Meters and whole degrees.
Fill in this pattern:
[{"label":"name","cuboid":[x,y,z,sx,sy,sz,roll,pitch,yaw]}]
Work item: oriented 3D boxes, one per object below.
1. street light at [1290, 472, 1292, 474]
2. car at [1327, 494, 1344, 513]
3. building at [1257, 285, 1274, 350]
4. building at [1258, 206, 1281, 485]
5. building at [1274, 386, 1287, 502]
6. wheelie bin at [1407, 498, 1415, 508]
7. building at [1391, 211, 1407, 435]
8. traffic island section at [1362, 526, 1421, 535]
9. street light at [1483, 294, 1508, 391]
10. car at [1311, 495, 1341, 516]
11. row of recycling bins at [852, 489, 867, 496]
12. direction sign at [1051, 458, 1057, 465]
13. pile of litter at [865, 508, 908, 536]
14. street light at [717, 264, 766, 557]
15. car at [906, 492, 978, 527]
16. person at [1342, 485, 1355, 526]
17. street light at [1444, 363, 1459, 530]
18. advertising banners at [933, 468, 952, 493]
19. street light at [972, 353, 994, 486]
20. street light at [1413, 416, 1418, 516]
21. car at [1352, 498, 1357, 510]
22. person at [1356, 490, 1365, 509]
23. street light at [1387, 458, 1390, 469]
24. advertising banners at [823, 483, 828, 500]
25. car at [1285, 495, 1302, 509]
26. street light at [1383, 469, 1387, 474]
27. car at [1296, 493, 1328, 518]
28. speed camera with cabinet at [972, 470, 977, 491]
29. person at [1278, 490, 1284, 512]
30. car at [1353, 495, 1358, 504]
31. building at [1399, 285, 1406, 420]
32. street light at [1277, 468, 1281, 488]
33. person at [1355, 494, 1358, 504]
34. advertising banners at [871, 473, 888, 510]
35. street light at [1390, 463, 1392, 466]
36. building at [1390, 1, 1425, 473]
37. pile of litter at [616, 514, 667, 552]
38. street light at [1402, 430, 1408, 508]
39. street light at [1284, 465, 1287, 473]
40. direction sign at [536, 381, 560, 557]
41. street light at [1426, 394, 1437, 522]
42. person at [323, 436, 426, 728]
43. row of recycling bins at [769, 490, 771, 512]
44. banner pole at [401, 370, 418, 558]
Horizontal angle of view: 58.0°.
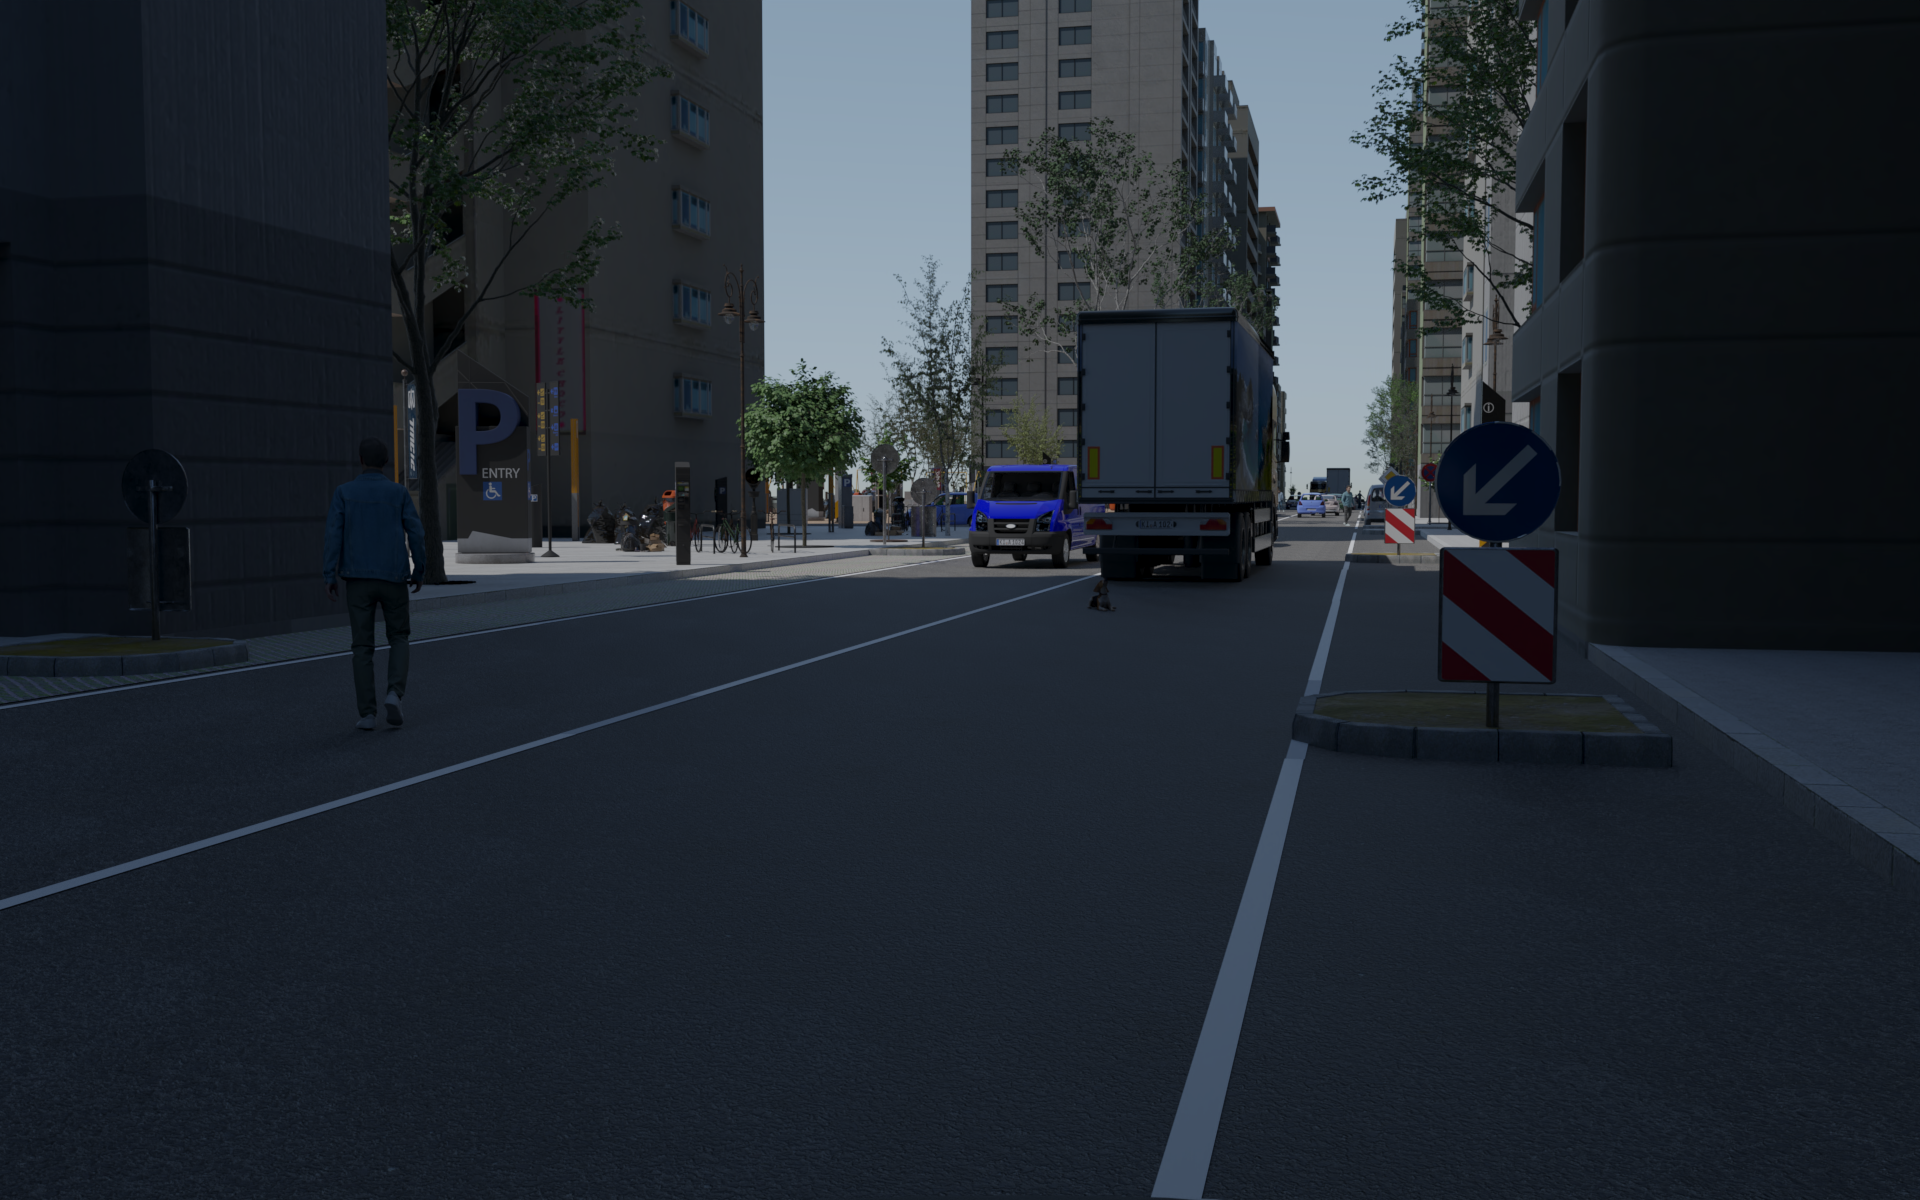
[{"label":"street light","cuboid":[55.793,-19.524,292.009,0.468,5.910,1.993,1,4,13]},{"label":"car","cuboid":[29.230,-7.542,135.116,2.131,1.459,4.920,1,4,13]},{"label":"building","cuboid":[35.322,-28.458,236.991,14.160,30.474,14.107,1,4,13]},{"label":"building","cuboid":[36.125,-36.928,258.392,22.147,44.769,28.867,1,4,13]},{"label":"building","cuboid":[39.556,-27.087,287.907,27.650,21.520,28.899,1,4,13]},{"label":"wheelie bin","cuboid":[33.451,-7.390,128.734,0.693,1.594,0.980,0,4,5]},{"label":"building","cuboid":[82.046,-40.411,284.426,21.300,48.544,21.600,1,4,13]},{"label":"traffic island section","cuboid":[15.528,-2.453,62.388,2.009,0.180,2.903,1,4,13]},{"label":"street light","cuboid":[12.413,-4.127,40.263,0.468,5.910,1.993,1,4,13]},{"label":"car","cuboid":[24.249,-6.279,115.018,2.083,1.381,4.827,1,4,12]},{"label":"row of recycling bins","cuboid":[-8.105,-8.196,141.119,3.534,1.692,1.069,1,4,12]},{"label":"direction sign","cuboid":[5.856,-7.237,110.326,0.379,3.537,0.876,-3,4,-38]},{"label":"pile of litter","cuboid":[-2.257,-2.430,53.688,1.719,0.858,1.176,-3,5,-39]},{"label":"street light","cuboid":[-4.384,-3.802,34.942,0.468,5.910,1.993,1,4,13]},{"label":"car","cuboid":[-0.422,-3.664,69.503,3.694,1.707,1.945,1,4,14]},{"label":"person","cuboid":[17.477,-4.258,78.144,0.660,1.820,0.620,-2,4,-33]},{"label":"street light","cuboid":[17.423,-5.423,61.460,0.468,5.910,1.993,1,4,13]},{"label":"advertising banners","cuboid":[-0.774,-7.428,117.634,2.074,3.025,0.090,0,4,7]},{"label":"street light","cuboid":[0.742,-5.141,56.849,0.468,5.910,1.993,1,4,13]},{"label":"street light","cuboid":[26.526,-7.821,100.653,0.468,5.910,1.993,1,4,13]},{"label":"car","cuboid":[35.060,-8.888,157.681,2.083,1.381,4.827,1,4,14]},{"label":"person","cuboid":[39.426,-9.915,170.694,0.705,1.814,1.350,-2,4,-28]},{"label":"street light","cuboid":[48.937,-13.668,196.252,0.468,5.910,1.993,1,4,13]},{"label":"advertising banners","cuboid":[-8.356,-6.873,108.554,0.090,3.025,2.074,1,4,12]},{"label":"car","cuboid":[31.573,-9.192,162.877,1.945,1.354,3.894,1,4,14]},{"label":"street light","cuboid":[58.024,-16.036,234.972,0.468,5.910,1.993,1,4,13]},{"label":"car","cuboid":[21.438,-5.870,105.558,1.945,1.707,3.694,1,4,12]},{"label":"speed camera with cabinet","cuboid":[1.989,-8.868,139.326,2.038,3.252,0.660,0,4,3]},{"label":"person","cuboid":[25.955,-8.039,140.208,0.793,1.790,0.793,0,4,7]},{"label":"car","cuboid":[58.316,-14.959,257.164,1.945,1.354,3.894,1,4,13]},{"label":"building","cuboid":[67.507,-28.487,237.462,14.160,30.474,14.107,1,4,13]},{"label":"street light","cuboid":[46.120,-16.984,250.480,0.468,5.910,1.993,1,4,13]},{"label":"person","cuboid":[56.611,-14.447,247.938,0.991,1.433,0.599,-3,4,-36]},{"label":"advertising banners","cuboid":[-5.802,-8.001,126.998,2.074,3.025,0.090,3,4,39]},{"label":"street light","cuboid":[43.958,-12.355,174.793,0.468,5.910,1.993,1,4,13]},{"label":"building","cuboid":[76.062,-57.776,257.311,22.319,86.520,31.000,1,4,13]},{"label":"pile of litter","cuboid":[-7.188,-1.529,38.963,1.176,0.858,1.719,0,4,-4]},{"label":"street light","cuboid":[31.399,-9.111,121.752,0.468,5.910,1.993,1,4,13]},{"label":"street light","cuboid":[50.908,-18.251,271.196,0.468,5.910,1.993,1,4,13]},{"label":"direction sign","cuboid":[-8.340,-2.639,35.145,0.379,3.537,0.876,-3,5,-42]},{"label":"street light","cuboid":[21.669,-6.541,79.727,0.468,5.910,1.993,1,4,13]},{"label":"person","cuboid":[-3.556,-0.104,10.542,0.601,1.785,0.444,-1,4,-19]},{"label":"row of recycling bins","cuboid":[-15.420,-7.246,125.588,3.534,1.692,1.069,-1,4,-19]},{"label":"banner pole","cuboid":[-11.032,-2.736,34.746,0.401,3.779,0.863,-3,4,-36]}]
